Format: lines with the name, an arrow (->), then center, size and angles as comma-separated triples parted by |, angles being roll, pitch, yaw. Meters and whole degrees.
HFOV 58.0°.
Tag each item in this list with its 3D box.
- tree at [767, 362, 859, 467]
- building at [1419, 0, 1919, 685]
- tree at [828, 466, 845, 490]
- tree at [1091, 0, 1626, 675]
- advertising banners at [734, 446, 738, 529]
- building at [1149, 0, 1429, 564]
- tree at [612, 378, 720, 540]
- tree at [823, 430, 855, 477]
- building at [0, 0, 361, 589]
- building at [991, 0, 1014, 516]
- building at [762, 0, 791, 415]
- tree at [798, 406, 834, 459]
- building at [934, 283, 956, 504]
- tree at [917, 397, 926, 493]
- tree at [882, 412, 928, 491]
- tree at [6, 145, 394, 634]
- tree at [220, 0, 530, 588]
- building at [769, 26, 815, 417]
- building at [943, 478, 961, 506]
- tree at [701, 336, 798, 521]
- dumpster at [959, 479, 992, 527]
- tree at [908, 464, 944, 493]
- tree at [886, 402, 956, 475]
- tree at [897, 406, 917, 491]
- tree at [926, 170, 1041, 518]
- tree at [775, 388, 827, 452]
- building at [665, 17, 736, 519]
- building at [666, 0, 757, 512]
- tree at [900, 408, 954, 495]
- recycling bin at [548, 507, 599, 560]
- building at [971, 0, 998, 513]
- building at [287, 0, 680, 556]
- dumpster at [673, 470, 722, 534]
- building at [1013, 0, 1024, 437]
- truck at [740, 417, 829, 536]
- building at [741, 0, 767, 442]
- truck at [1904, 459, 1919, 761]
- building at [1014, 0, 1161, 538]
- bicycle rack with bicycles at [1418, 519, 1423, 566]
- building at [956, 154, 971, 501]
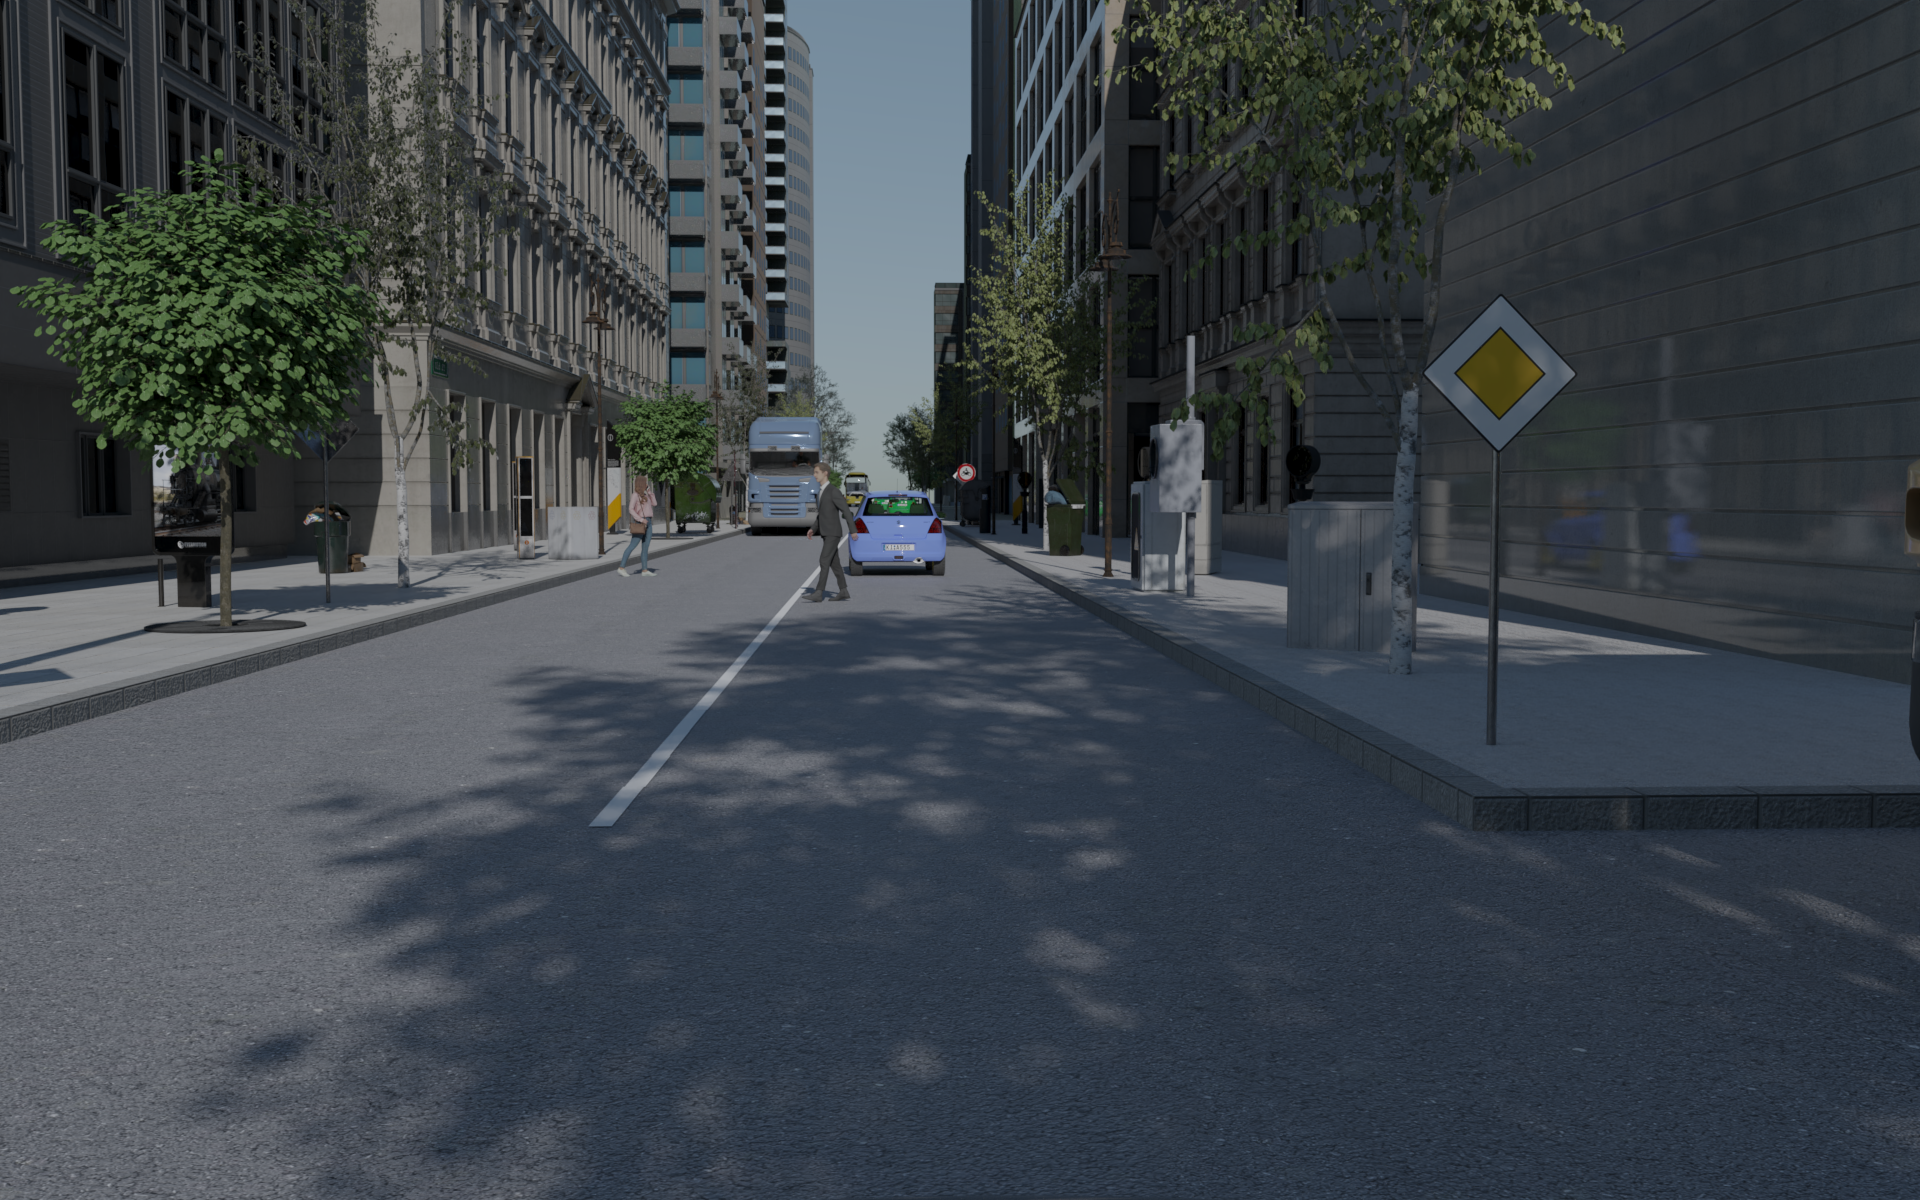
tree -> -14.038, -15.251, 159.722 | 12.009, 13.543, 11.850 | 0, 3, 0
building -> 20.859, -14.618, 16.494 | 29.804, 29.767, 11.434 | 0, 4, -3
tree -> -15.215, -13.507, 204.547 | 4.285, 4.588, 4.351 | 0, 3, 0
tree -> 3.085, -3.790, 12.336 | 4.737, 8.622, 4.395 | 0, 3, 0
advertising banners -> -8.305, -4.156, 64.139 | 0.090, 3.025, 2.074 | 0, 4, -5
building -> 10.657, -10.749, 40.371 | 10.561, 19.102, 19.286 | 0, 4, -3
tree -> -8.287, -4.006, 49.219 | 4.285, 4.588, 4.351 | 0, 3, 0
tree -> -17.840, -18.567, 237.976 | 7.601, 10.594, 8.767 | -3, 5, -44
building -> -18.275, -13.962, 21.789 | 14.314, 27.812, 24.014 | 0, 4, -3
building -> 9.374, -27.979, 107.574 | 14.600, 45.320, 14.200 | 0, 4, -3
building -> -28.118, -53.262, 183.512 | 22.319, 86.520, 31.000 | 0, 4, -3
tree -> -12.835, -11.933, 145.472 | 4.360, 8.622, 3.978 | 0, 3, 0
building -> 3.372, -28.441, 236.713 | 14.160, 30.474, 14.107 | 0, 4, -3
tree -> 2.173, -5.795, 45.111 | 4.737, 8.622, 4.395 | 0, 3, 0
tree -> -6.402, -18.025, 220.461 | 9.928, 11.665, 9.643 | 0, 3, 0
tree -> -7.086, -1.999, 16.402 | 4.285, 4.588, 4.351 | 0, 3, 0
tree -> -7.654, -4.457, 23.238 | 4.360, 8.622, 3.978 | 0, 3, 0
building -> -29.158, -41.138, 214.607 | 21.231, 58.520, 28.212 | 0, 4, -3
building -> 14.181, -32.170, 217.860 | 32.217, 40.220, 23.993 | 0, 4, -3
tree -> -9.978, -7.969, 80.654 | 4.360, 8.622, 3.978 | 0, 3, 0
dumpster -> 0.608, -3.821, 68.226 | 1.264, 1.857, 1.865 | 0, 4, -2
tree -> -3.285, -11.227, 167.279 | 4.285, 4.588, 4.351 | 0, 3, 0
tree -> -4.033, -14.786, 176.165 | 7.601, 10.594, 8.767 | -1, 4, -20
tree -> -0.431, -8.750, 93.422 | 4.737, 8.622, 4.395 | 0, 3, 0
tree -> 2.103, -5.439, 39.294 | 4.737, 8.622, 4.395 | 0, 3, 0
tree -> -11.668, -10.417, 120.672 | 4.737, 8.622, 4.395 | 0, 3, 0
building -> -29.019, -24.619, 94.395 | 32.217, 40.220, 23.993 | 0, 4, -3
building -> -26.070, -30.694, 121.456 | 23.786, 49.044, 30.456 | 0, 4, -3
tree -> -2.777, -11.971, 146.085 | 4.360, 8.622, 3.978 | 0, 3, 0
recycling bin -> -7.601, -1.314, 34.031 | 0.722, 1.027, 0.722 | 3, 5, 41
building -> 11.293, -35.868, 128.443 | 21.231, 58.520, 28.212 | 0, 4, -3
building -> -19.838, -17.113, 56.210 | 17.030, 29.872, 44.131 | 0, 4, -3
dumpster -> -8.684, -3.336, 57.039 | 1.502, 2.255, 1.985 | 0, 4, -2
building -> 9.766, -25.076, 93.586 | 14.154, 41.232, 14.086 | 0, 4, -3
truck -> -6.317, -4.689, 66.423 | 2.967, 4.110, 18.799 | 0, 4, -3
building -> -23.570, -30.207, 143.988 | 14.600, 45.320, 14.200 | 0, 4, -3
truck -> 8.248, -0.986, 5.031 | 11.283, 4.237, 2.839 | 0, 4, -1
building -> 13.006, -16.070, 67.262 | 19.350, 26.468, 34.151 | 0, 4, -3
bicycle rack with bicycles -> 8.433, -0.897, 28.053 | 2.852, 0.926, 2.925 | 2, 4, 31
building -> 7.259, -23.154, 150.262 | 14.160, 30.474, 14.107 | 0, 4, -3
